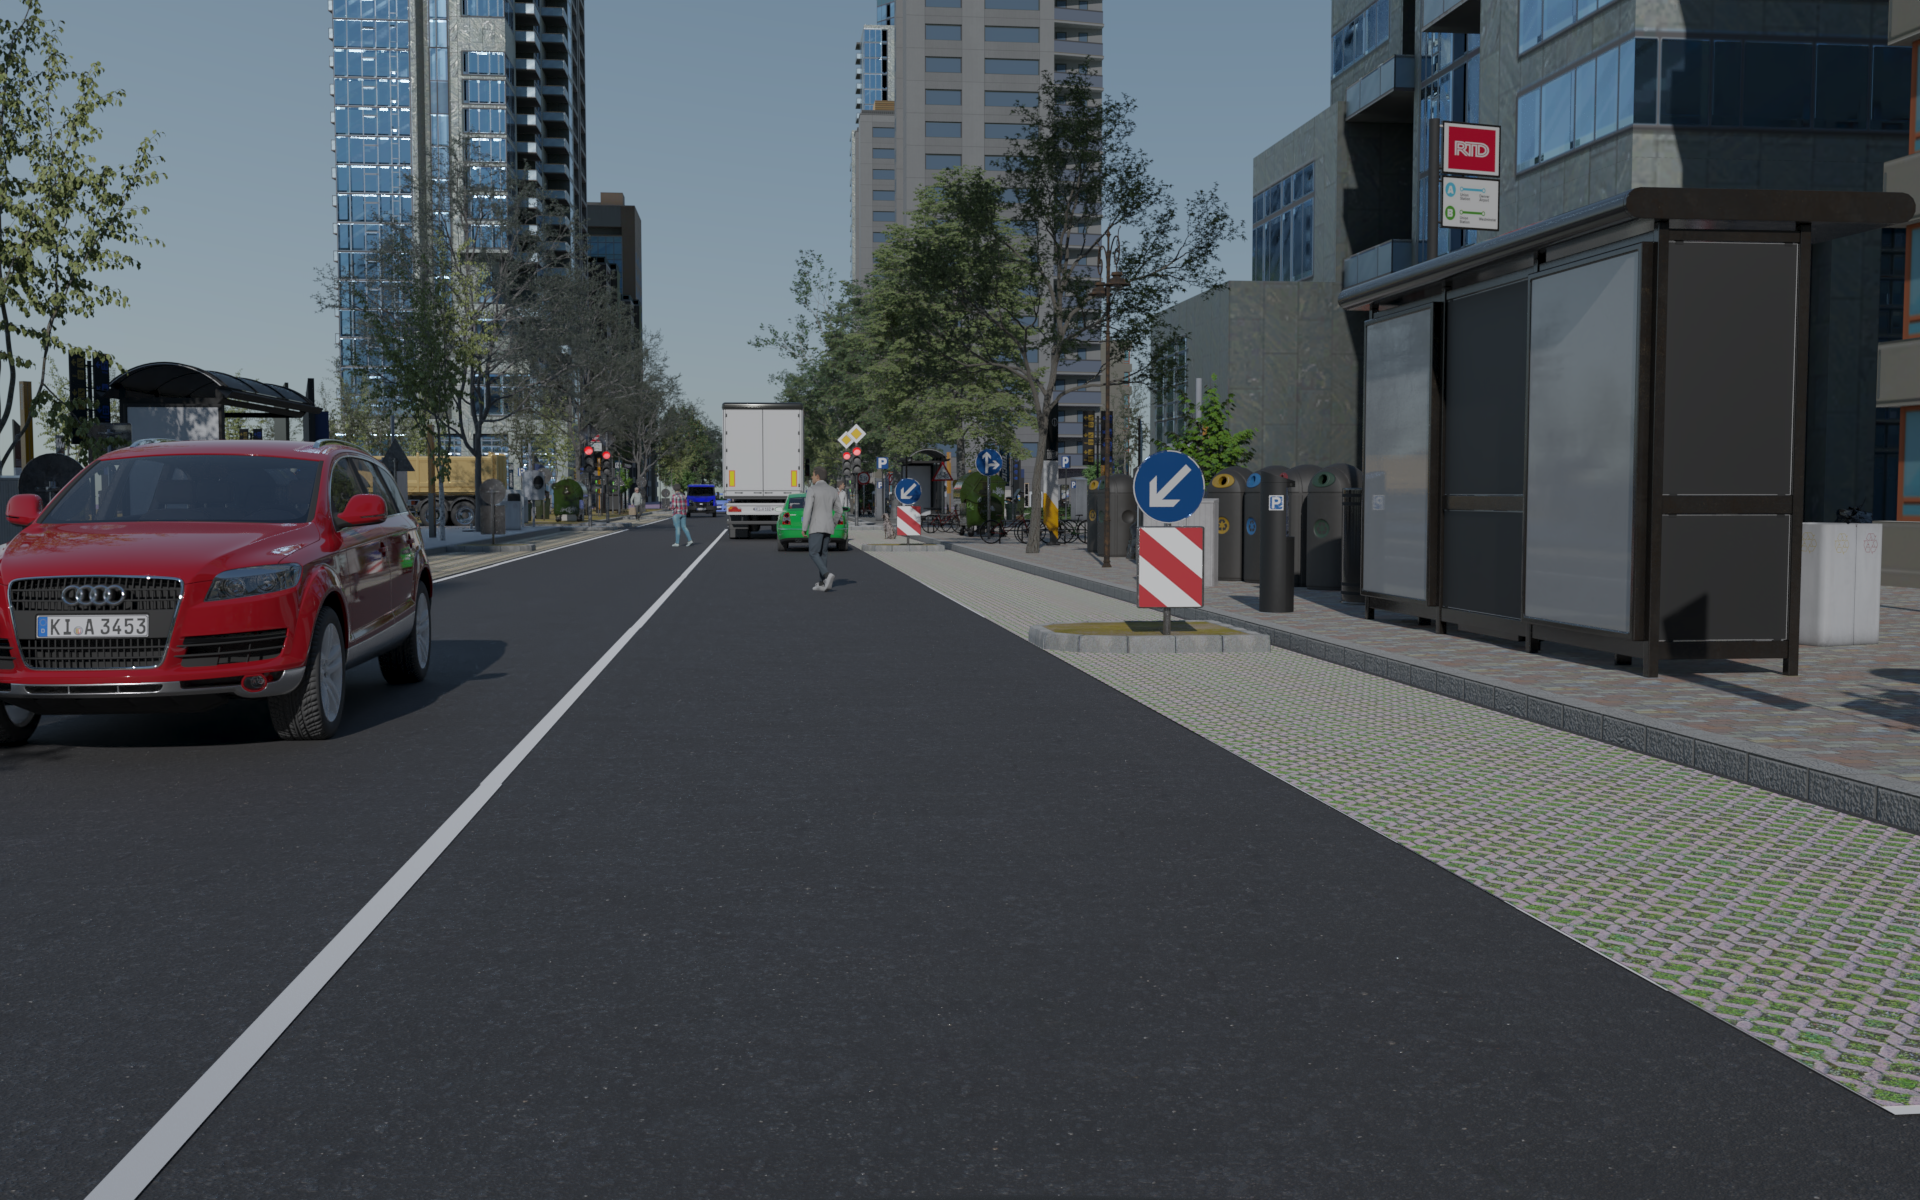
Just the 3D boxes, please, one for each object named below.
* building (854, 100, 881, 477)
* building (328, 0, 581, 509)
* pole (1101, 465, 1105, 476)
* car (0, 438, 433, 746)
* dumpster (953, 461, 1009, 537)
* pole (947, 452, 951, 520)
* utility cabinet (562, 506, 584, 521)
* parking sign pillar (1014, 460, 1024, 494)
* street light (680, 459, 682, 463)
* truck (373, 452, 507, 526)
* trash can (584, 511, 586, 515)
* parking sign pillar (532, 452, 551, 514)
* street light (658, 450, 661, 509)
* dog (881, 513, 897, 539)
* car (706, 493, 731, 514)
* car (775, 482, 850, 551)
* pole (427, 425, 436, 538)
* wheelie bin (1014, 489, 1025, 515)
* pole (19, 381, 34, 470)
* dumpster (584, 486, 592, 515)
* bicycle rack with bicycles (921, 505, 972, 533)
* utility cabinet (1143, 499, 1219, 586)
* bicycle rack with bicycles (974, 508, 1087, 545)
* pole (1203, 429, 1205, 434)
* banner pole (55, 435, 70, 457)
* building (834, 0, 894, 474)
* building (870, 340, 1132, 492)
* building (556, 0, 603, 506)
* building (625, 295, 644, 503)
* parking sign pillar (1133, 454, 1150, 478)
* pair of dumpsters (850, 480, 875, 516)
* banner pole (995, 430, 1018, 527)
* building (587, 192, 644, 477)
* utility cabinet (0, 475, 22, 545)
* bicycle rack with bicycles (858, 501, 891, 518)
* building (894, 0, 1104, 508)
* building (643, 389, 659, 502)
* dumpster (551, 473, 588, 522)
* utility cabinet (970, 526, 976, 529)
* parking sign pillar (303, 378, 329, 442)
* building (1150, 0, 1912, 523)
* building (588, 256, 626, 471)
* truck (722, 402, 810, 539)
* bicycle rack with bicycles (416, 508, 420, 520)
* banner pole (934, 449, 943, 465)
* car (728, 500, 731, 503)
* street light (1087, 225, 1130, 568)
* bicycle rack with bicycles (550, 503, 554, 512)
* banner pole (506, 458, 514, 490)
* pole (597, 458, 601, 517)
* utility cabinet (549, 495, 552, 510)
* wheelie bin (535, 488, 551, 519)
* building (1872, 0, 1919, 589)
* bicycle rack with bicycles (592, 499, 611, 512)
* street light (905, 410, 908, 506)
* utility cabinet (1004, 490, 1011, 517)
[{"bbox_3d":[-5.591,-44.325,266.713,21.231,58.520,28.212,0,4,-7],"label":"building"},{"bbox_3d":[-46.981,-51.966,162.314,22.319,86.520,31.000,0,4,-7],"label":"building"},{"bbox_3d":[4.196,-3.457,50.367,0.158,3.312,0.155,0,3,0],"label":"pole"},{"bbox_3d":[-4.896,-0.181,11.634,2.281,1.827,5.304,0,4,-8],"label":"car"},{"bbox_3d":[0.640,-3.044,52.265,1.502,2.255,1.985,0,4,-6],"label":"dumpster"},{"bbox_3d":[-0.539,-5.522,84.131,0.158,3.312,0.155,0,3,0],"label":"pole"},{"bbox_3d":[-18.476,-4.509,82.405,1.173,1.500,0.318,1,4,17],"label":"utility cabinet"},{"bbox_3d":[4.557,-8.928,134.450,1.447,3.967,1.447,-1,4,-19],"label":"parking sign pillar"},{"bbox_3d":[-31.065,-13.456,192.788,0.468,5.910,1.993,0,4,-7],"label":"street light"},{"bbox_3d":[-23.906,-4.626,71.562,9.791,3.379,3.469,0,4,-5],"label":"truck"},{"bbox_3d":[-23.014,-5.763,105.876,0.748,1.137,0.748,0,3,0],"label":"trash can"},{"bbox_3d":[-26.761,-7.441,110.140,1.447,3.967,1.447,0,4,8],"label":"parking sign pillar"},{"bbox_3d":[-26.518,-11.028,153.094,0.468,5.910,1.993,0,4,-7],"label":"street light"},{"bbox_3d":[-2.268,-2.322,54.803,0.513,0.831,0.800,0,4,2],"label":"dog"},{"bbox_3d":[-17.678,-7.122,126.042,1.945,1.707,3.694,-1,4,-8],"label":"car"},{"bbox_3d":[-3.808,-2.196,44.700,1.959,1.807,4.718,0,4,-5],"label":"car"},{"bbox_3d":[-15.517,-3.488,50.865,0.158,3.312,0.155,0,3,0],"label":"pole"},{"bbox_3d":[3.639,-6.044,106.730,0.693,1.594,0.980,-1,4,-17],"label":"wheelie bin"},{"bbox_3d":[-16.868,-2.294,31.354,0.158,3.312,0.155,0,3,0],"label":"pole"},{"bbox_3d":[-22.874,-6.027,104.296,1.264,1.857,1.865,0,4,-7],"label":"dumpster"},{"bbox_3d":[0.077,-2.702,57.562,2.925,0.926,2.852,0,4,-6],"label":"bicycle rack with bicycles"},{"bbox_3d":[3.094,-0.804,24.313,1.020,1.237,0.306,1,4,22],"label":"utility cabinet"},{"bbox_3d":[2.265,-1.933,44.990,2.925,0.926,2.852,1,4,22],"label":"bicycle rack with bicycles"},{"bbox_3d":[7.012,-3.398,49.401,0.158,3.312,0.155,0,3,0],"label":"pole"},{"bbox_3d":[-33.534,-4.577,64.859,0.401,3.779,0.863,1,4,15],"label":"banner pole"},{"bbox_3d":[-9.883,-60.128,295.769,22.319,86.520,31.000,0,4,-7],"label":"building"},{"bbox_3d":[3.953,-22.185,207.757,27.650,21.520,28.899,0,4,-7],"label":"building"},{"bbox_3d":[-49.290,-45.912,188.906,20.563,71.187,20.611,0,4,-7],"label":"building"},{"bbox_3d":[-52.767,-29.043,246.556,14.160,30.474,14.107,0,4,-7],"label":"building"},{"bbox_3d":[13.167,-8.359,125.134,1.447,3.967,1.447,1,4,19],"label":"parking sign pillar"},{"bbox_3d":[-5.783,-6.295,105.417,1.574,2.255,4.437,0,4,-7],"label":"pair of dumpsters"},{"bbox_3d":[1.865,-4.728,67.316,0.863,3.779,0.401,-2,4,-27],"label":"banner pole"},{"bbox_3d":[-55.100,-37.306,260.055,14.600,45.320,14.200,0,4,-7],"label":"building"},{"bbox_3d":[-11.161,-0.717,20.406,1.173,1.500,0.318,-1,4,-17],"label":"utility cabinet"},{"bbox_3d":[-3.934,-4.930,93.982,2.852,0.926,2.925,-2,4,-32],"label":"bicycle rack with bicycles"},{"bbox_3d":[3.794,-38.894,177.917,21.231,58.520,28.212,0,4,-7],"label":"building"},{"bbox_3d":[-63.977,-26.717,281.860,27.650,21.520,28.899,0,4,-7],"label":"building"},{"bbox_3d":[-18.051,-4.739,79.969,1.502,2.255,1.985,0,4,-6],"label":"dumpster"},{"bbox_3d":[0.608,-3.211,63.667,0.306,1.237,1.020,1,4,13],"label":"utility cabinet"},{"bbox_3d":[-15.226,-3.209,40.938,1.447,3.967,1.447,-2,4,-26],"label":"parking sign pillar"},{"bbox_3d":[19.756,-44.869,46.286,22.319,86.520,31.000,0,4,-7],"label":"building"},{"bbox_3d":[-48.260,-26.667,207.711,14.160,30.474,14.107,0,4,-7],"label":"building"},{"bbox_3d":[-6.499,-4.257,58.520,2.839,4.237,11.283,0,4,-5],"label":"truck"},{"bbox_3d":[-26.876,-4.420,85.642,2.852,0.926,2.925,2,4,35],"label":"bicycle rack with bicycles"},{"bbox_3d":[-1.043,-6.576,97.527,0.401,3.779,0.863,-1,4,-13],"label":"banner pole"},{"bbox_3d":[-24.590,-10.719,187.843,1.945,1.354,3.894,0,4,-5],"label":"car"},{"bbox_3d":[2.567,-3.506,30.111,0.468,5.910,1.993,0,4,-7],"label":"street light"},{"bbox_3d":[-30.936,-6.818,124.848,2.925,0.926,2.852,0,4,5],"label":"bicycle rack with bicycles"},{"bbox_3d":[-31.408,-7.993,120.703,0.401,3.779,0.863,3,4,36],"label":"banner pole"},{"bbox_3d":[-20.418,-6.372,98.018,0.158,3.312,0.155,0,3,0],"label":"pole"},{"bbox_3d":[-32.918,-7.736,137.637,1.020,1.237,0.306,2,4,24],"label":"utility cabinet"},{"bbox_3d":[-21.134,-4.880,87.697,0.693,1.594,0.980,-3,5,-44],"label":"wheelie bin"},{"bbox_3d":[28.284,-10.158,11.124,27.650,21.520,28.899,0,4,-7],"label":"building"},{"bbox_3d":[-25.956,-6.875,125.785,2.852,0.926,2.925,0,4,-5],"label":"bicycle rack with bicycles"},{"bbox_3d":[-2.140,-5.899,69.228,0.468,5.910,1.993,0,4,-7],"label":"street light"},{"bbox_3d":[2.258,-5.403,97.018,1.173,1.500,0.318,-2,4,-26],"label":"utility cabinet"}]
